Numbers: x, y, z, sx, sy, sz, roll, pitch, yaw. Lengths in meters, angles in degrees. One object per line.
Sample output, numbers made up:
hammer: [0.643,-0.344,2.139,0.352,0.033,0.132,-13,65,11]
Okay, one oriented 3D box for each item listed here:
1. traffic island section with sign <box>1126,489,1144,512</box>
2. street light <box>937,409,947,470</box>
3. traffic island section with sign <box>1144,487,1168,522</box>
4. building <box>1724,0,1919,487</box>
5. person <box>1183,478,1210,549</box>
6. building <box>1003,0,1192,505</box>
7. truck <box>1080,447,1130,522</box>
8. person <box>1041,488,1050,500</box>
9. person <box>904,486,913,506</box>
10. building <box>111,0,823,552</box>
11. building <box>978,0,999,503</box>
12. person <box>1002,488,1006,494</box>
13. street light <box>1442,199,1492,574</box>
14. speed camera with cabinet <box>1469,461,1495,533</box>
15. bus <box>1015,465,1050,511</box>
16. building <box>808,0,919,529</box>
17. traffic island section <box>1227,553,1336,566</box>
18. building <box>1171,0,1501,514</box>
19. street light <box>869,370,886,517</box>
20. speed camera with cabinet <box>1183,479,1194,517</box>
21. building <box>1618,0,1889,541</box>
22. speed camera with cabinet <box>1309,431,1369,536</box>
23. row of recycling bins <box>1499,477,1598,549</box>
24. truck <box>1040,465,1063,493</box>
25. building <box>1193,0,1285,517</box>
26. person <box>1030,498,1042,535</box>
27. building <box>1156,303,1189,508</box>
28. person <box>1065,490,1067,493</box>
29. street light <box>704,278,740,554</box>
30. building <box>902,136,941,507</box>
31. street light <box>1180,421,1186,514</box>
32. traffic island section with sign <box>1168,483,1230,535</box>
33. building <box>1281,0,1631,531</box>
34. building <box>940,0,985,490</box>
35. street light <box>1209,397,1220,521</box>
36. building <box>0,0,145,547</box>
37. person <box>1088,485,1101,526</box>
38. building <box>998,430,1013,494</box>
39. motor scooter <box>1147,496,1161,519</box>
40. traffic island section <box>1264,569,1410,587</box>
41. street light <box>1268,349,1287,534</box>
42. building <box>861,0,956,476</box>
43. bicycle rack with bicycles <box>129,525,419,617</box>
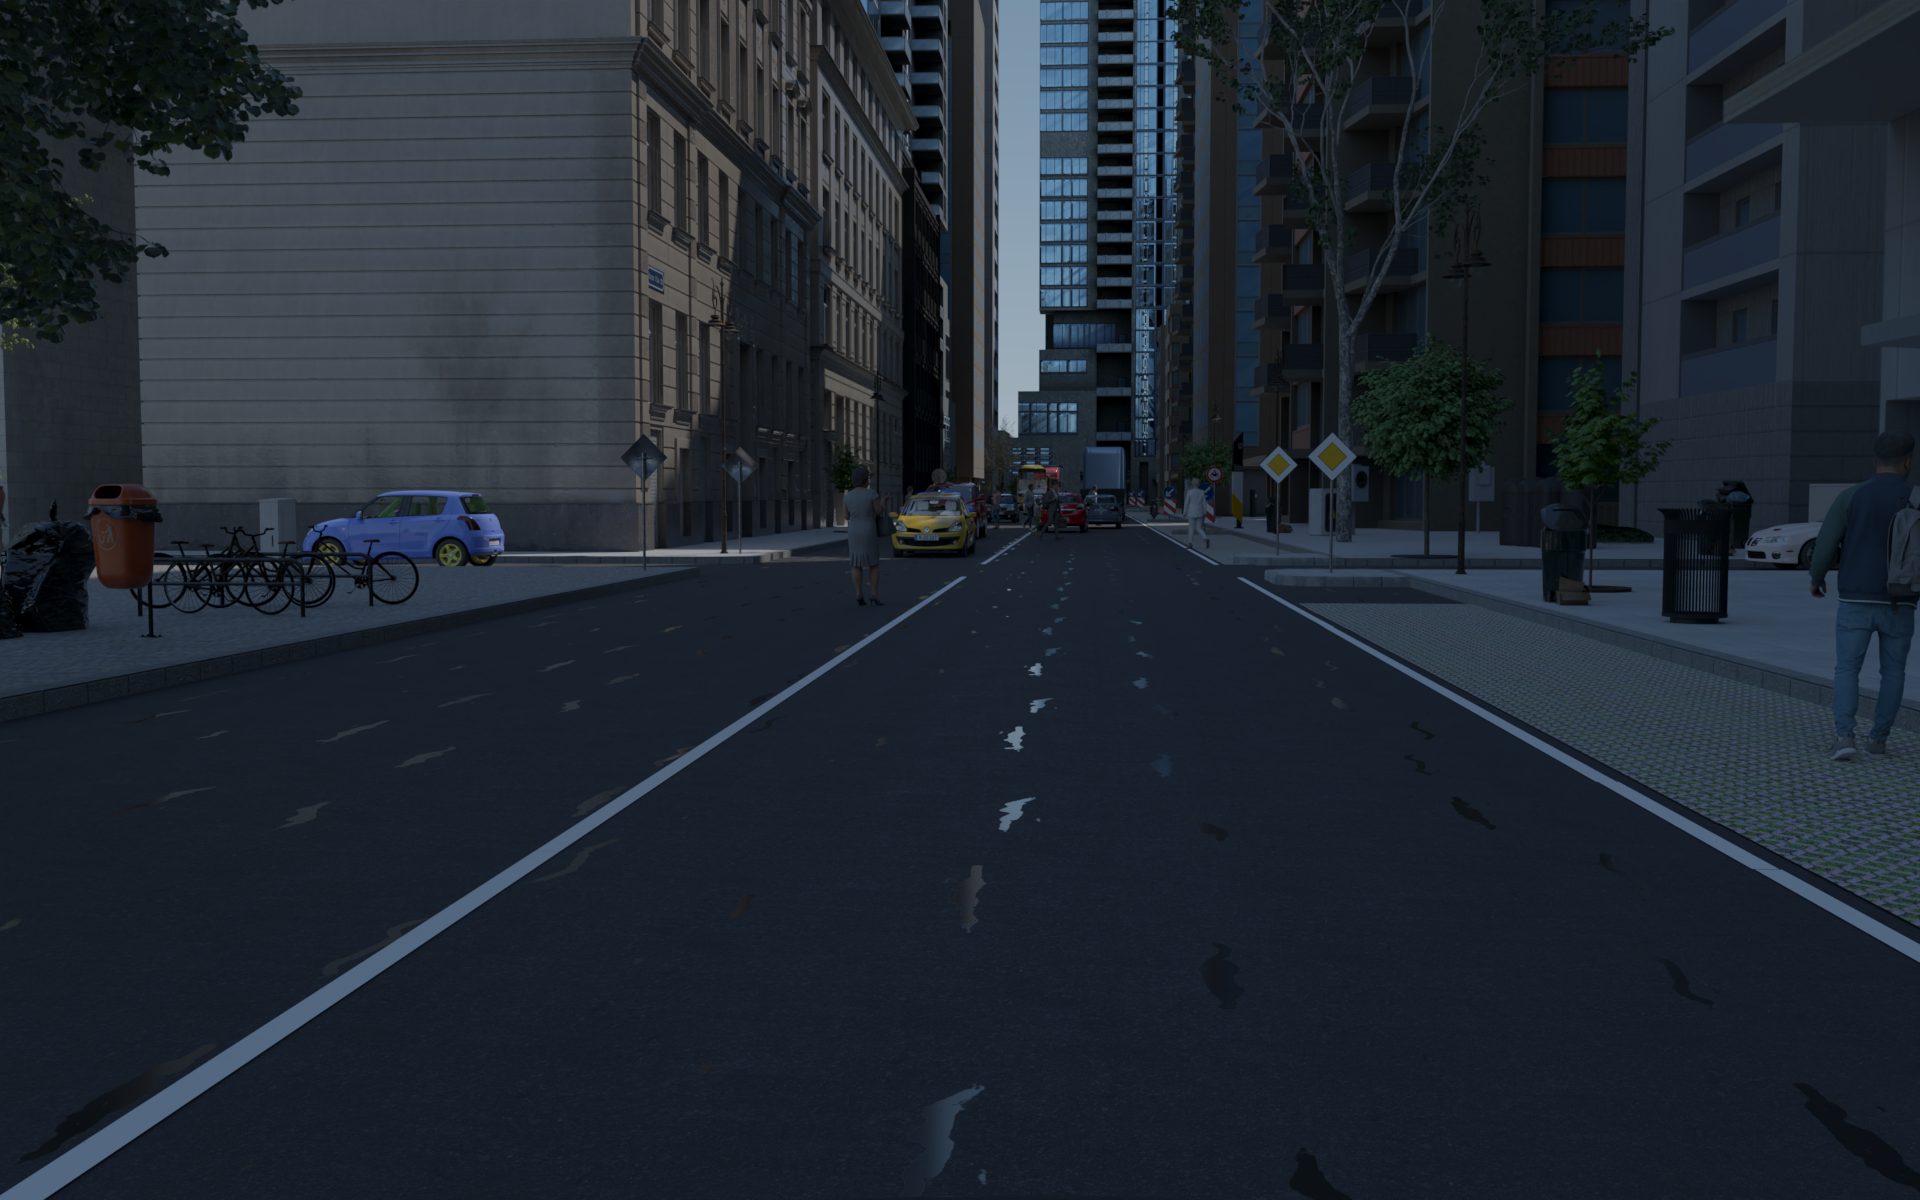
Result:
traffic island section with sign: [14.254,-7.909,137.939,1.989,1.847,2.006,0,4,4]
street light: [-0.950,-7.326,92.562,0.468,5.910,1.993,0,4,4]
traffic island section with sign: [10.567,-4.886,88.510,1.989,1.847,2.006,0,4,4]
building: [23.482,-25.775,10.660,28.713,52.752,27.495,0,4,4]
person: [6.105,-2.216,44.608,0.514,1.842,0.818,-2,4,-34]
building: [21.211,-54.522,204.112,31.000,86.520,22.319,0,4,4]
truck: [7.618,-6.333,93.304,2.967,4.110,18.799,0,4,6]
person: [5.762,-6.443,113.775,1.348,1.831,0.705,-2,4,-32]
person: [-1.704,-3.056,59.471,0.522,1.701,0.512,-3,5,-44]
building: [-11.825,-15.455,49.945,12.463,27.353,25.104,0,4,4]
building: [-10.273,-38.806,176.471,28.212,58.520,21.231,0,4,4]
person: [2.842,-6.130,109.005,0.850,1.792,0.678,0,4,3]
street light: [8.021,-3.350,27.555,0.468,5.910,1.993,0,4,4]
speed camera with cabinet: [17.712,-3.805,56.546,2.038,3.252,0.660,0,4,-1]
bus: [6.254,-9.663,149.540,2.896,3.916,12.252,0,4,3]
building: [-11.322,-14.953,77.766,16.112,22.955,30.059,0,4,4]
traffic island section: [6.645,-0.848,36.144,2.009,0.180,2.903,0,4,4]
building: [28.706,-29.713,140.436,22.147,44.769,28.867,0,4,4]
street light: [-3.076,-5.634,64.900,0.468,5.910,1.993,0,4,4]
speed camera with cabinet: [13.042,-6.376,98.588,0.660,3.252,2.038,0,4,6]
building: [34.105,-30.649,43.104,28.212,58.520,21.231,0,4,4]
speed camera with cabinet: [11.743,-3.625,53.612,2.038,3.252,0.660,-2,4,-34]
row of recycling bins: [14.192,-2.129,41.927,1.069,1.692,3.534,-1,4,-12]
truck: [8.534,-10.938,167.757,2.839,4.237,11.283,0,4,6]
building: [21.308,-27.677,102.631,14.600,45.320,14.200,0,4,4]
person: [2.652,-2.911,60.346,0.590,1.304,0.306,-3,4,-39]
building: [33.829,-19.902,170.438,27.650,21.520,28.899,0,4,4]
person: [8.719,-8.160,142.696,1.217,1.735,0.721,0,4,7]
street light: [-5.081,-3.935,37.130,0.468,5.910,1.993,0,4,4]
building: [-7.945,-16.562,100.469,12.332,23.373,15.834,0,4,4]
street light: [14.219,-8.413,110.339,0.468,5.910,1.993,0,4,4]
traffic island section with sign: [8.557,-3.242,61.629,1.989,1.847,2.006,0,4,4]
building: [23.816,-25.479,71.213,22.147,44.769,28.867,0,4,4]
building: [-5.204,-30.634,150.977,14.600,45.320,14.200,0,4,4]
street light: [12.129,-6.711,82.510,0.468,5.910,1.993,0,4,4]
building: [-29.482,-11.596,44.349,16.860,20.320,10.420,0,4,4]
person: [5.994,-4.261,78.268,0.850,1.850,0.679,2,4,27]
building: [-7.725,-37.992,210.401,27.495,52.752,28.713,0,4,4]
motor scooter: [10.803,-5.115,96.403,0.815,1.314,1.986,0,4,6]
traffic island section: [6.051,-0.361,28.181,2.009,0.180,2.903,0,4,4]
street light: [10.143,-5.054,55.428,0.468,5.910,1.993,0,4,4]
building: [-11.076,-49.813,127.120,22.319,86.520,31.000,0,4,4]
bicycle rack with bicycles: [-7.818,-0.350,19.109,2.925,0.926,2.852,0,4,5]
